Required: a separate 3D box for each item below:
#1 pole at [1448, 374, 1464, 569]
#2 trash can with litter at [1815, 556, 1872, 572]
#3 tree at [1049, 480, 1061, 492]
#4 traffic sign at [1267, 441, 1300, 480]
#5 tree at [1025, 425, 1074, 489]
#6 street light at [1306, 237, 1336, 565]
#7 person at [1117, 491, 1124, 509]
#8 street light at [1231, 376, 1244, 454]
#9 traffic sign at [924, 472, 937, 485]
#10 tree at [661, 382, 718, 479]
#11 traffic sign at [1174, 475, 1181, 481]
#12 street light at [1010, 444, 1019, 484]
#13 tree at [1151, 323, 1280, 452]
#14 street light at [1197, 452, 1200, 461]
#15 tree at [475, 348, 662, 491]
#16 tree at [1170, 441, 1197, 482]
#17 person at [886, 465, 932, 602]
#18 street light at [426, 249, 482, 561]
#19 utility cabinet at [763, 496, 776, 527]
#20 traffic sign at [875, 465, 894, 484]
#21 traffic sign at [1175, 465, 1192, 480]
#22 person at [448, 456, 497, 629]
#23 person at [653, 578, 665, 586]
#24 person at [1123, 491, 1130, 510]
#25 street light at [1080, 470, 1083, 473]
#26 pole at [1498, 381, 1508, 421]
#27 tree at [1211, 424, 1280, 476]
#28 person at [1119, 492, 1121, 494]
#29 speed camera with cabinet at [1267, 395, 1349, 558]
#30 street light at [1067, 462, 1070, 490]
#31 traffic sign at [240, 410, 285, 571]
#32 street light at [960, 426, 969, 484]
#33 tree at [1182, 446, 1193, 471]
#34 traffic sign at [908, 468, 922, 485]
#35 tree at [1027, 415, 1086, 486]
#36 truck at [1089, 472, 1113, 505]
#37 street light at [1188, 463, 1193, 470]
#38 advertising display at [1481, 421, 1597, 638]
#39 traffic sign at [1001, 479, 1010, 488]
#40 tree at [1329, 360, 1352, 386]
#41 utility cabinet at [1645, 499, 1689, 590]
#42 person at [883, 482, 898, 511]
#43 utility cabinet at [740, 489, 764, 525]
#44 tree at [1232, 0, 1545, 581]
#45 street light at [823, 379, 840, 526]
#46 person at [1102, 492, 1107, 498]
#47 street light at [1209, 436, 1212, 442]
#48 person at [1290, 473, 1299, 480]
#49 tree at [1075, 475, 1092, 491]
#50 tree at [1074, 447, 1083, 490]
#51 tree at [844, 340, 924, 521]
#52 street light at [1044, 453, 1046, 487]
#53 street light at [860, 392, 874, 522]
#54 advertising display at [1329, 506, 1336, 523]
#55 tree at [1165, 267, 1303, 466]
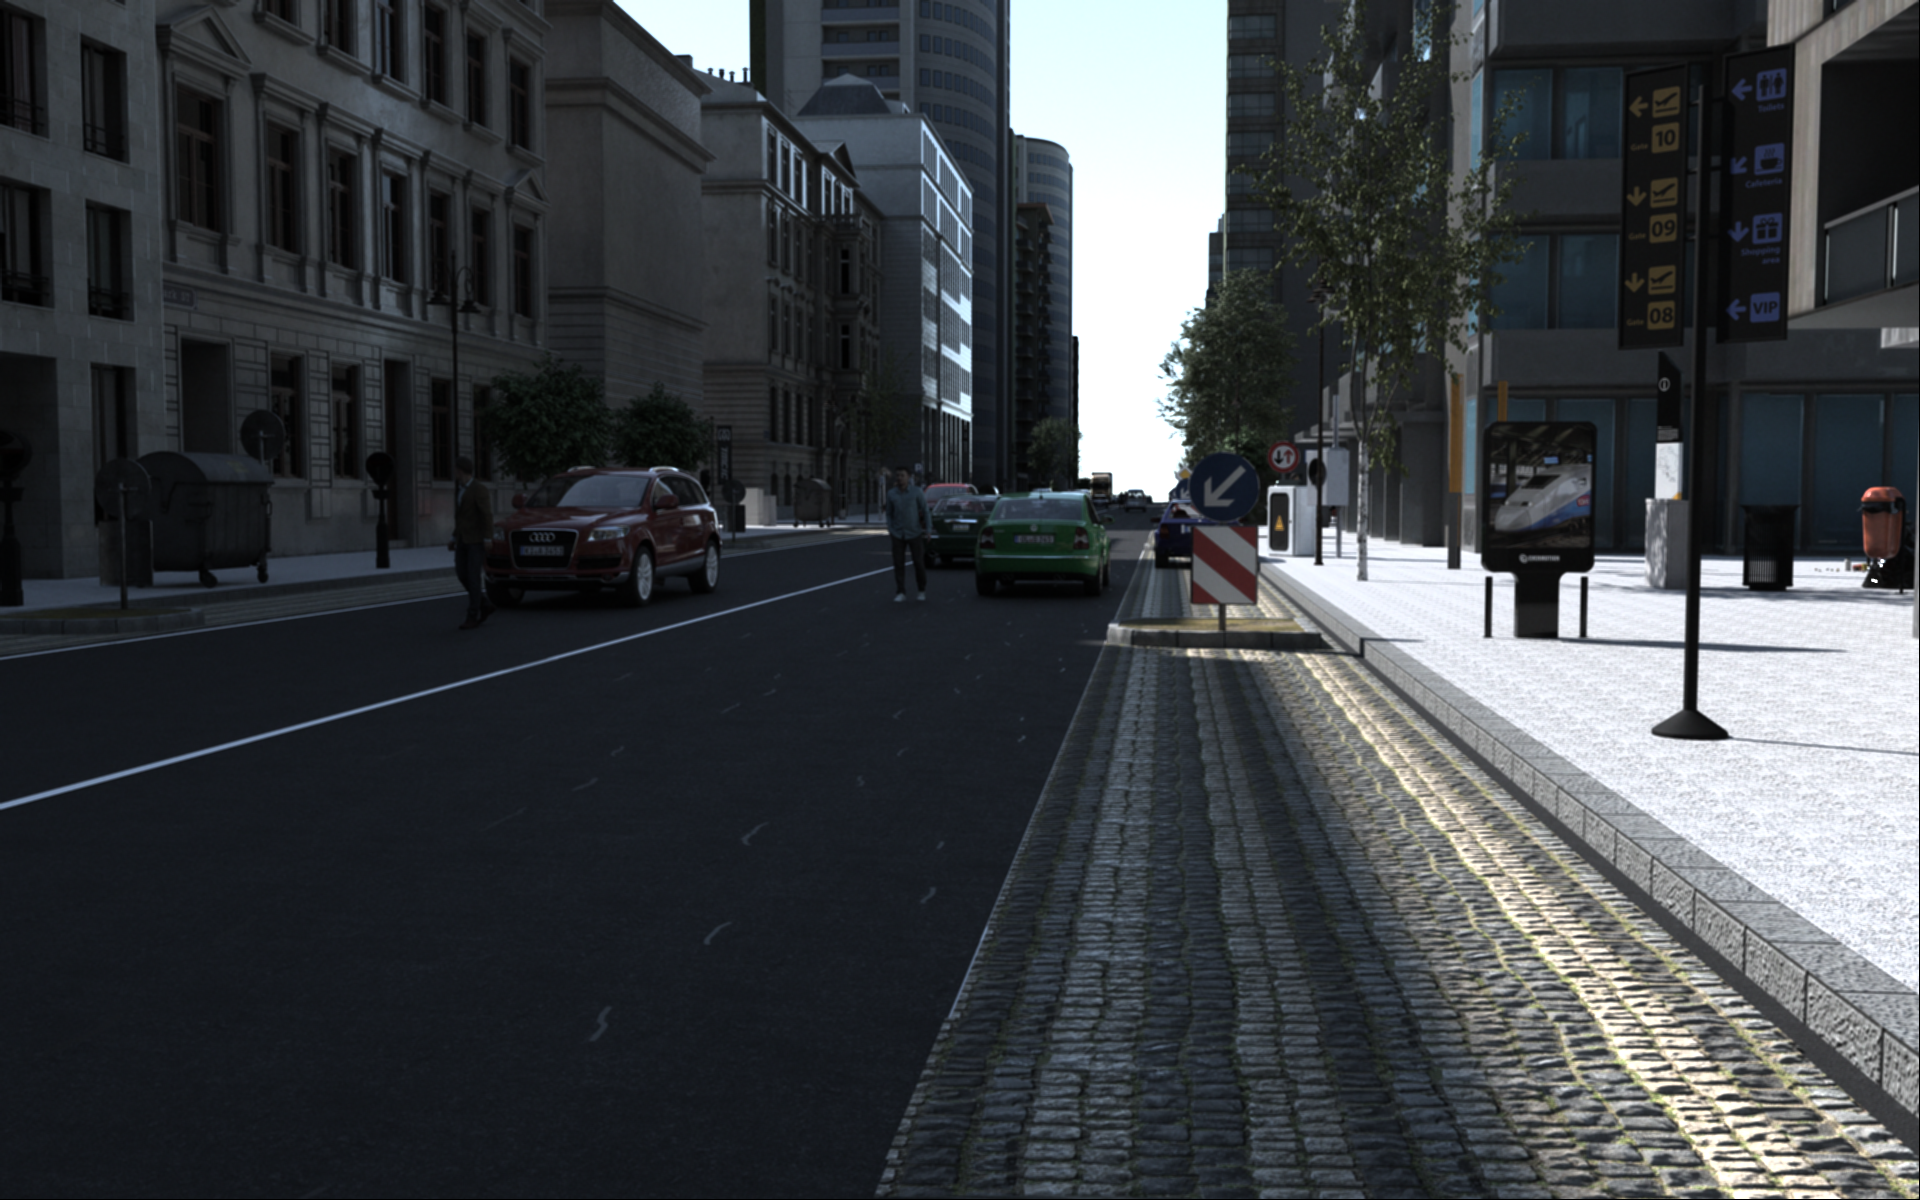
[{"bbox_3d":[8.452,-2.182,29.524,0.158,3.312,0.155,0,3,0],"label":"pole"},{"bbox_3d":[15.343,-1.054,28.295,1.678,1.210,2.233,-1,4,-23],"label":"trash can with litter"},{"bbox_3d":[11.412,-13.445,214.421,1.663,3.219,1.824,0,3,0],"label":"tree"},{"bbox_3d":[7.753,-2.535,41.550,0.768,2.556,0.104,1,4,12],"label":"traffic sign"},{"bbox_3d":[8.762,-14.414,186.036,4.737,8.622,4.395,0,3,0],"label":"tree"},{"bbox_3d":[6.483,-3.568,31.122,0.468,5.910,1.993,0,4,7],"label":"street light"},{"bbox_3d":[15.508,-9.604,166.079,0.990,1.755,0.434,2,4,34],"label":"person"},{"bbox_3d":[10.860,-5.821,67.968,0.468,5.910,1.993,0,4,7],"label":"street light"},{"bbox_3d":[-1.697,-6.064,99.257,0.768,2.556,0.104,1,4,15],"label":"traffic sign"},{"bbox_3d":[-8.653,-4.012,49.312,4.285,4.588,4.351,0,3,0],"label":"tree"},{"bbox_3d":[9.881,-4.548,76.550,0.795,2.593,0.064,0,4,7],"label":"traffic sign"},{"bbox_3d":[4.655,-10.967,152.106,0.468,5.910,1.993,0,4,7],"label":"street light"},{"bbox_3d":[15.343,-10.927,104.412,9.928,11.665,9.643,0,3,0],"label":"tree"},{"bbox_3d":[21.062,-11.012,152.837,0.468,5.910,1.993,0,4,7],"label":"street light"},{"bbox_3d":[-9.316,-3.401,39.313,4.285,4.588,4.351,0,3,0],"label":"tree"},{"bbox_3d":[29.442,-16.492,219.998,4.360,8.622,3.978,0,3,0],"label":"tree"},{"bbox_3d":[-0.674,-0.898,23.199,0.660,1.820,0.620,1,4,11],"label":"person"},{"bbox_3d":[-9.588,-3.680,32.951,0.468,5.910,1.993,0,4,7],"label":"street light"},{"bbox_3d":[-7.579,-3.534,68.945,0.306,1.237,1.020,1,4,9],"label":"utility cabinet"},{"bbox_3d":[-3.074,-4.152,70.073,0.795,2.593,0.064,0,4,7],"label":"traffic sign"},{"bbox_3d":[8.932,-4.063,68.621,0.795,2.593,0.064,0,4,7],"label":"traffic sign"},{"bbox_3d":[-5.283,-0.630,18.706,0.656,1.842,0.836,1,4,12],"label":"person"},{"bbox_3d":[-4.527,-1.140,27.111,0.822,1.834,0.622,-1,4,-10],"label":"person"},{"bbox_3d":[15.314,-9.216,159.622,0.683,1.767,0.568,1,4,22],"label":"person"},{"bbox_3d":[19.272,-18.413,273.833,0.468,5.910,1.993,0,4,7],"label":"street light"},{"bbox_3d":[9.794,-2.293,31.330,0.158,3.312,0.155,0,3,0],"label":"pole"},{"bbox_3d":[13.135,-5.906,80.278,4.285,4.588,4.351,0,3,0],"label":"tree"},{"bbox_3d":[26.710,-17.153,289.750,0.445,1.727,0.742,-1,4,-13],"label":"person"},{"bbox_3d":[7.056,-2.500,35.203,0.660,3.252,2.038,-2,4,-24],"label":"speed camera with cabinet"},{"bbox_3d":[14.870,-16.159,236.990,0.468,5.910,1.993,0,4,7],"label":"street light"},{"bbox_3d":[-10.554,-1.596,26.205,0.768,2.556,0.104,1,4,13],"label":"traffic sign"},{"bbox_3d":[0.347,-8.713,115.252,0.468,5.910,1.993,0,4,7],"label":"street light"},{"bbox_3d":[23.089,-13.134,165.110,4.737,8.622,4.395,0,3,0],"label":"tree"},{"bbox_3d":[-2.126,-4.637,78.002,0.795,2.593,0.064,0,4,7],"label":"traffic sign"},{"bbox_3d":[12.466,-18.351,225.797,9.928,11.665,9.643,0,3,0],"label":"tree"},{"bbox_3d":[18.284,-14.331,223.232,2.839,4.237,11.283,0,4,7],"label":"truck"},{"bbox_3d":[25.484,-13.268,189.720,0.468,5.910,1.993,0,4,7],"label":"street light"},{"bbox_3d":[5.147,-0.624,15.420,0.974,1.923,0.123,0,4,0],"label":"advertising display"},{"bbox_3d":[3.776,-8.885,145.378,0.768,2.556,0.104,1,4,15],"label":"traffic sign"},{"bbox_3d":[22.115,-8.901,95.897,4.360,8.622,3.978,0,3,0],"label":"tree"},{"bbox_3d":[9.668,-0.766,23.688,0.306,1.237,1.020,0,4,6],"label":"utility cabinet"},{"bbox_3d":[-2.329,-3.338,62.846,0.659,1.850,0.755,3,5,43],"label":"person"},{"bbox_3d":[-8.440,-3.765,70.233,1.173,1.500,0.318,3,5,43],"label":"utility cabinet"},{"bbox_3d":[6.196,-4.588,25.382,4.737,8.622,4.395,0,3,0],"label":"tree"},{"bbox_3d":[-5.148,-5.933,69.789,0.468,5.910,1.993,0,4,7],"label":"street light"},{"bbox_3d":[17.797,-12.551,214.239,0.617,1.759,0.750,1,4,20],"label":"person"},{"bbox_3d":[16.282,-8.550,112.579,0.468,5.910,1.993,0,4,7],"label":"street light"},{"bbox_3d":[8.764,-2.432,45.904,0.679,1.850,0.850,-2,4,-32],"label":"person"},{"bbox_3d":[21.024,-18.854,291.969,4.285,4.588,4.351,0,3,0],"label":"tree"},{"bbox_3d":[16.219,-18.584,254.215,4.737,8.622,4.395,0,3,0],"label":"tree"},{"bbox_3d":[-3.833,-8.157,83.723,4.737,8.622,4.395,0,3,0],"label":"tree"},{"bbox_3d":[9.438,-13.405,191.961,0.468,5.910,1.993,0,4,7],"label":"street light"},{"bbox_3d":[-4.227,-6.461,78.430,0.468,5.910,1.993,0,4,7],"label":"street light"},{"bbox_3d":[16.218,-4.358,76.466,0.974,1.923,0.123,-2,4,-25],"label":"advertising display"},{"bbox_3d":[13.871,-10.345,87.270,7.486,12.596,7.792,0,3,0],"label":"tree"}]
